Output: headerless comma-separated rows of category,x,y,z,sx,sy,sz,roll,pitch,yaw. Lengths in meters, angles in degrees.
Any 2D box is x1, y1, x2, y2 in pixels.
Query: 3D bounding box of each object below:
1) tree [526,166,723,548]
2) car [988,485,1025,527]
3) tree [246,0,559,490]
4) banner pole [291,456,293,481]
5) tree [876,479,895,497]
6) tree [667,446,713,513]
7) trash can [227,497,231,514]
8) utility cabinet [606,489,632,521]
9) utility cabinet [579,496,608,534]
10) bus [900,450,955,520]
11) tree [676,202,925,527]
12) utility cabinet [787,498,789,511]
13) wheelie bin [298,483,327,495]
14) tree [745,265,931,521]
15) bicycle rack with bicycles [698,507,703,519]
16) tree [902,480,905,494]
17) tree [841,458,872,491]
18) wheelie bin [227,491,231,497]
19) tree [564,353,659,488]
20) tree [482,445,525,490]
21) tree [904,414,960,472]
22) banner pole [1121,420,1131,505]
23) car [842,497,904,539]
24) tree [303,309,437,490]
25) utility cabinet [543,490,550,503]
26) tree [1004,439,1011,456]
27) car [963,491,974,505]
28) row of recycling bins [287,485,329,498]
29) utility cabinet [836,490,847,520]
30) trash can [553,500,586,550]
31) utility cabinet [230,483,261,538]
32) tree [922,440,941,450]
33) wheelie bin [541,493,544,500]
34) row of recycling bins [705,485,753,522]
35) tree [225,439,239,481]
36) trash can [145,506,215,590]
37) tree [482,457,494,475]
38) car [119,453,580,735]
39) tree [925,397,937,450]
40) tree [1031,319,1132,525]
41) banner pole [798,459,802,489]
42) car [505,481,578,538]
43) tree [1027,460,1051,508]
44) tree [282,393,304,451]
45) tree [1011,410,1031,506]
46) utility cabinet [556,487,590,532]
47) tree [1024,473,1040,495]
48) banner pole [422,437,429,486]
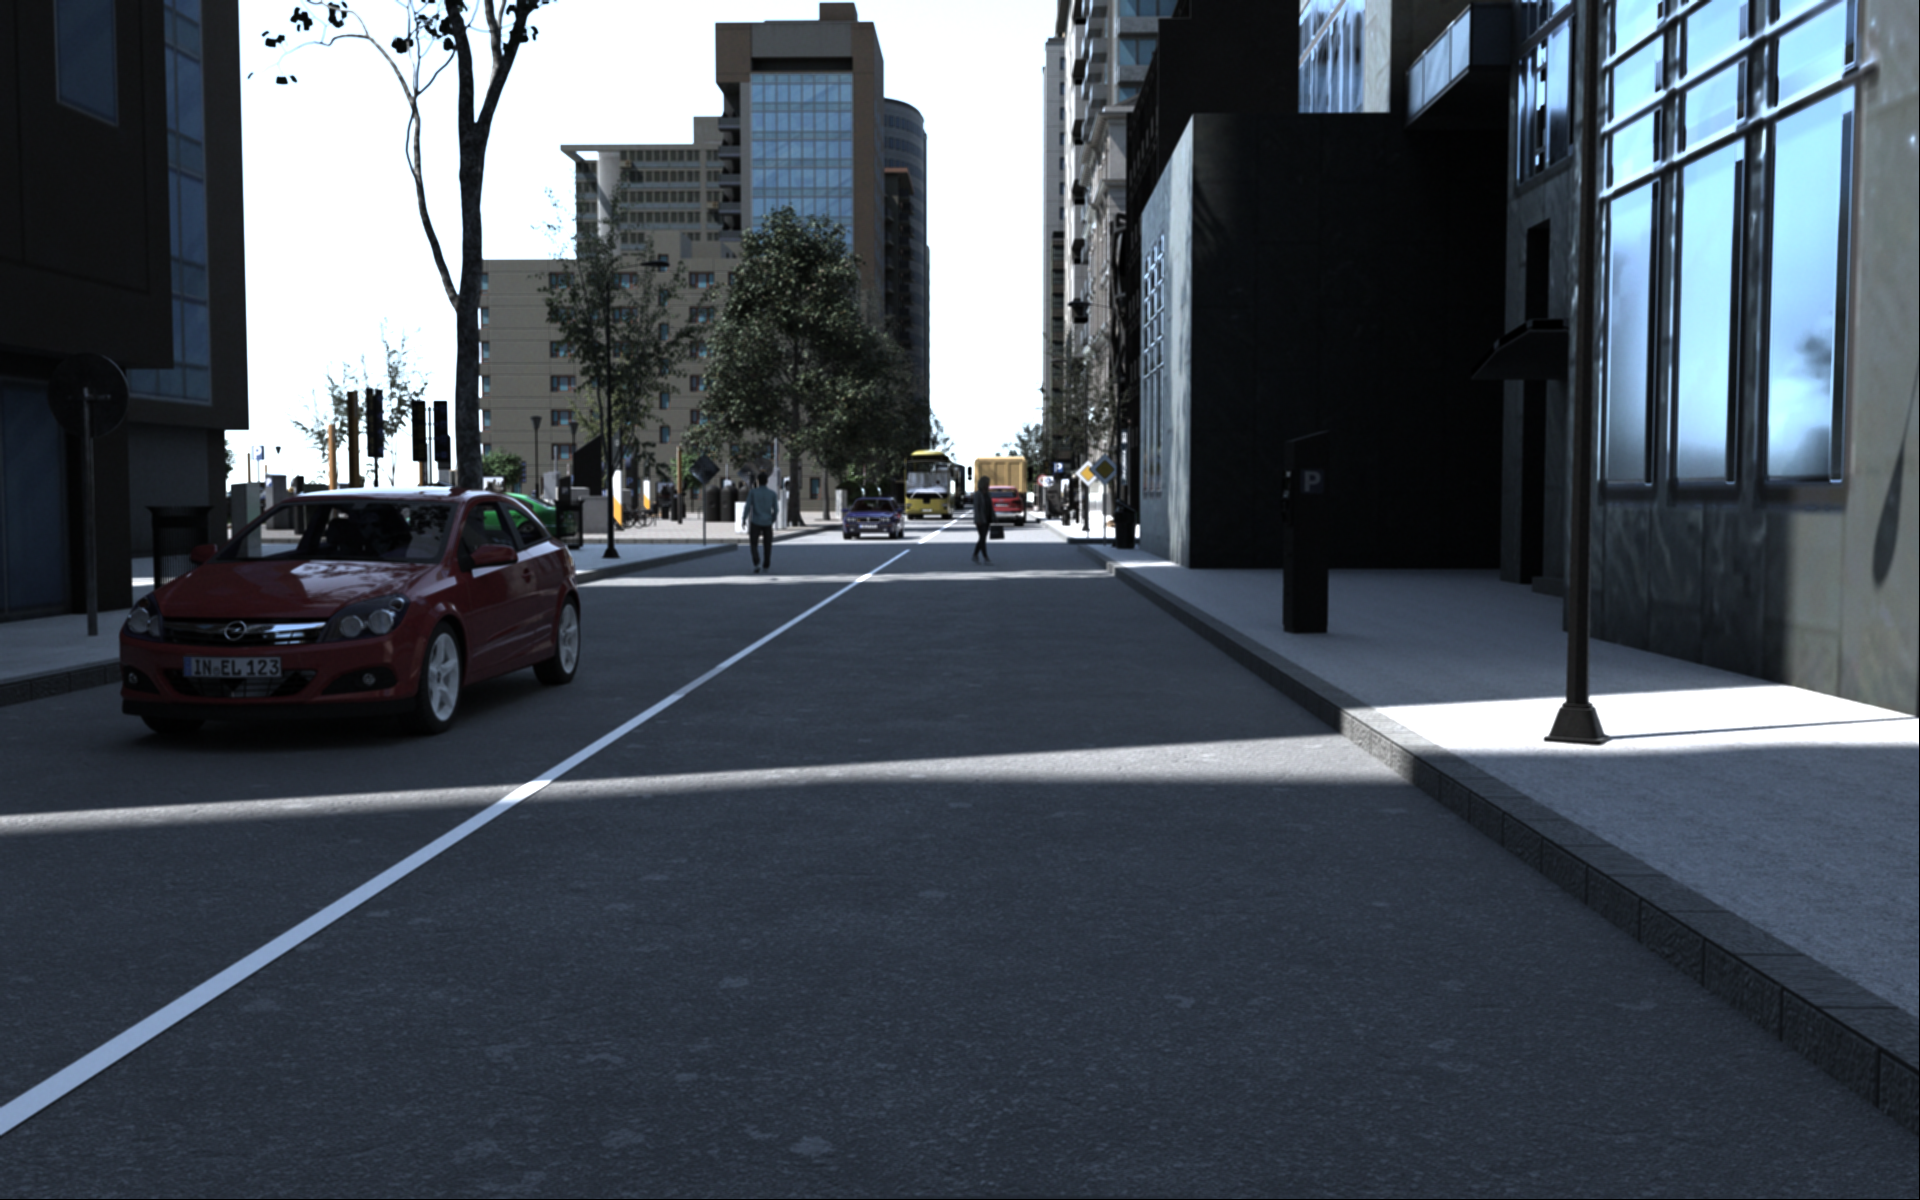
tree,-7.824,-5.450,39.467,4.360,8.622,3.978,0,3,0
car,1.784,-4.221,77.683,2.281,1.827,5.304,0,4,0
tree,-6.444,-10.434,26.481,12.611,20.169,13.585,0,3,0
banner pole,-43.764,-7.557,113.577,0.401,3.779,0.863,-2,4,-28
tree,-5.883,-8.360,131.294,1.663,3.219,1.824,0,3,0
tree,-18.479,-8.270,118.931,4.285,4.588,4.351,0,3,0
trash can,-32.168,-3.974,76.627,0.748,1.137,0.748,0,3,0
utility cabinet,-16.203,-4.506,82.344,1.173,1.500,0.318,-3,4,-39
utility cabinet,-11.780,-2.745,56.038,1.020,1.237,0.306,-1,4,-16
bus,-1.694,-6.630,99.944,2.896,3.916,12.252,0,4,1
tree,-6.466,-9.254,68.318,9.611,12.733,9.660,0,3,0
utility cabinet,-9.622,-5.292,97.689,1.020,1.237,0.306,-2,4,-27
wheelie bin,-19.207,-2.667,51.506,0.980,1.594,0.693,-2,4,-26
tree,-6.614,-10.593,83.560,12.009,13.543,11.850,0,3,0
bicycle rack with bicycles,-12.067,-4.580,88.267,2.852,0.926,2.925,-2,4,-35
tree,-5.120,-10.741,170.223,1.663,3.219,1.824,0,3,0
tree,-5.803,-6.104,94.399,1.663,3.219,1.824,0,3,0
wheelie bin,-49.090,-6.662,116.826,0.693,1.594,0.980,-3,4,-37
tree,-17.165,-8.304,86.125,4.737,8.622,4.395,0,3,0
tree,-31.019,-8.145,116.886,4.285,4.588,4.351,0,3,0
tree,-3.321,-16.356,201.824,7.601,10.594,8.767,0,4,5
banner pole,5.632,-4.200,58.684,0.401,3.779,0.863,-1,4,-21
car,-2.776,-2.654,55.965,1.945,1.354,3.894,0,4,3
tree,-22.729,-7.230,68.580,4.360,8.622,3.978,0,3,0
utility cabinet,-20.090,-4.651,84.729,0.318,1.500,1.173,-2,4,-25
tree,6.856,-14.276,183.769,4.360,8.622,3.978,0,3,0
car,1.369,-13.620,231.361,2.281,1.827,5.304,0,4,0
row of recycling bins,-28.738,-4.266,76.856,3.534,1.692,1.069,3,5,42
utility cabinet,-5.837,-4.697,85.483,0.318,1.500,1.173,-1,4,-18
trash can,-9.065,-1.745,40.191,0.748,1.137,0.748,0,3,0
utility cabinet,-13.977,-1.542,33.884,0.318,1.500,1.173,-1,4,-10
tree,-3.877,-16.191,215.089,4.360,8.622,3.978,0,3,0
wheelie bin,-29.250,-7.037,122.956,0.980,1.594,0.693,-1,4,-17
row of recycling bins,-10.148,-4.442,79.741,3.534,1.692,1.069,1,4,16
tree,-35.208,-5.904,80.244,4.285,4.588,4.351,0,3,0
trash can,-9.179,-0.536,20.417,0.748,1.137,0.748,0,3,0
tree,-21.429,-5.067,77.454,1.663,3.219,1.824,0,3,0
car,-3.902,-0.162,11.690,2.155,1.783,4.494,0,4,3
tree,-6.038,-12.378,119.381,9.611,12.733,9.660,0,3,0
tree,5.102,-7.458,72.299,4.360,8.622,3.978,0,3,0
banner pole,-10.028,-7.158,107.050,0.401,3.779,0.863,2,4,34
car,-12.895,-2.361,47.391,4.718,1.807,1.959,0,4,1
tree,7.019,-10.918,162.222,4.285,4.588,4.351,0,3,0
tree,-32.874,-8.574,90.548,4.360,8.622,3.978,0,3,0
tree,6.727,-11.841,143.965,4.360,8.622,3.978,0,3,0
utility cabinet,-12.831,-2.984,57.463,0.318,1.500,1.173,3,4,38
tree,6.758,-10.002,158.135,1.663,3.219,1.824,0,3,0
banner pole,-23.052,-5.198,75.000,0.401,3.779,0.863,1,4,16
